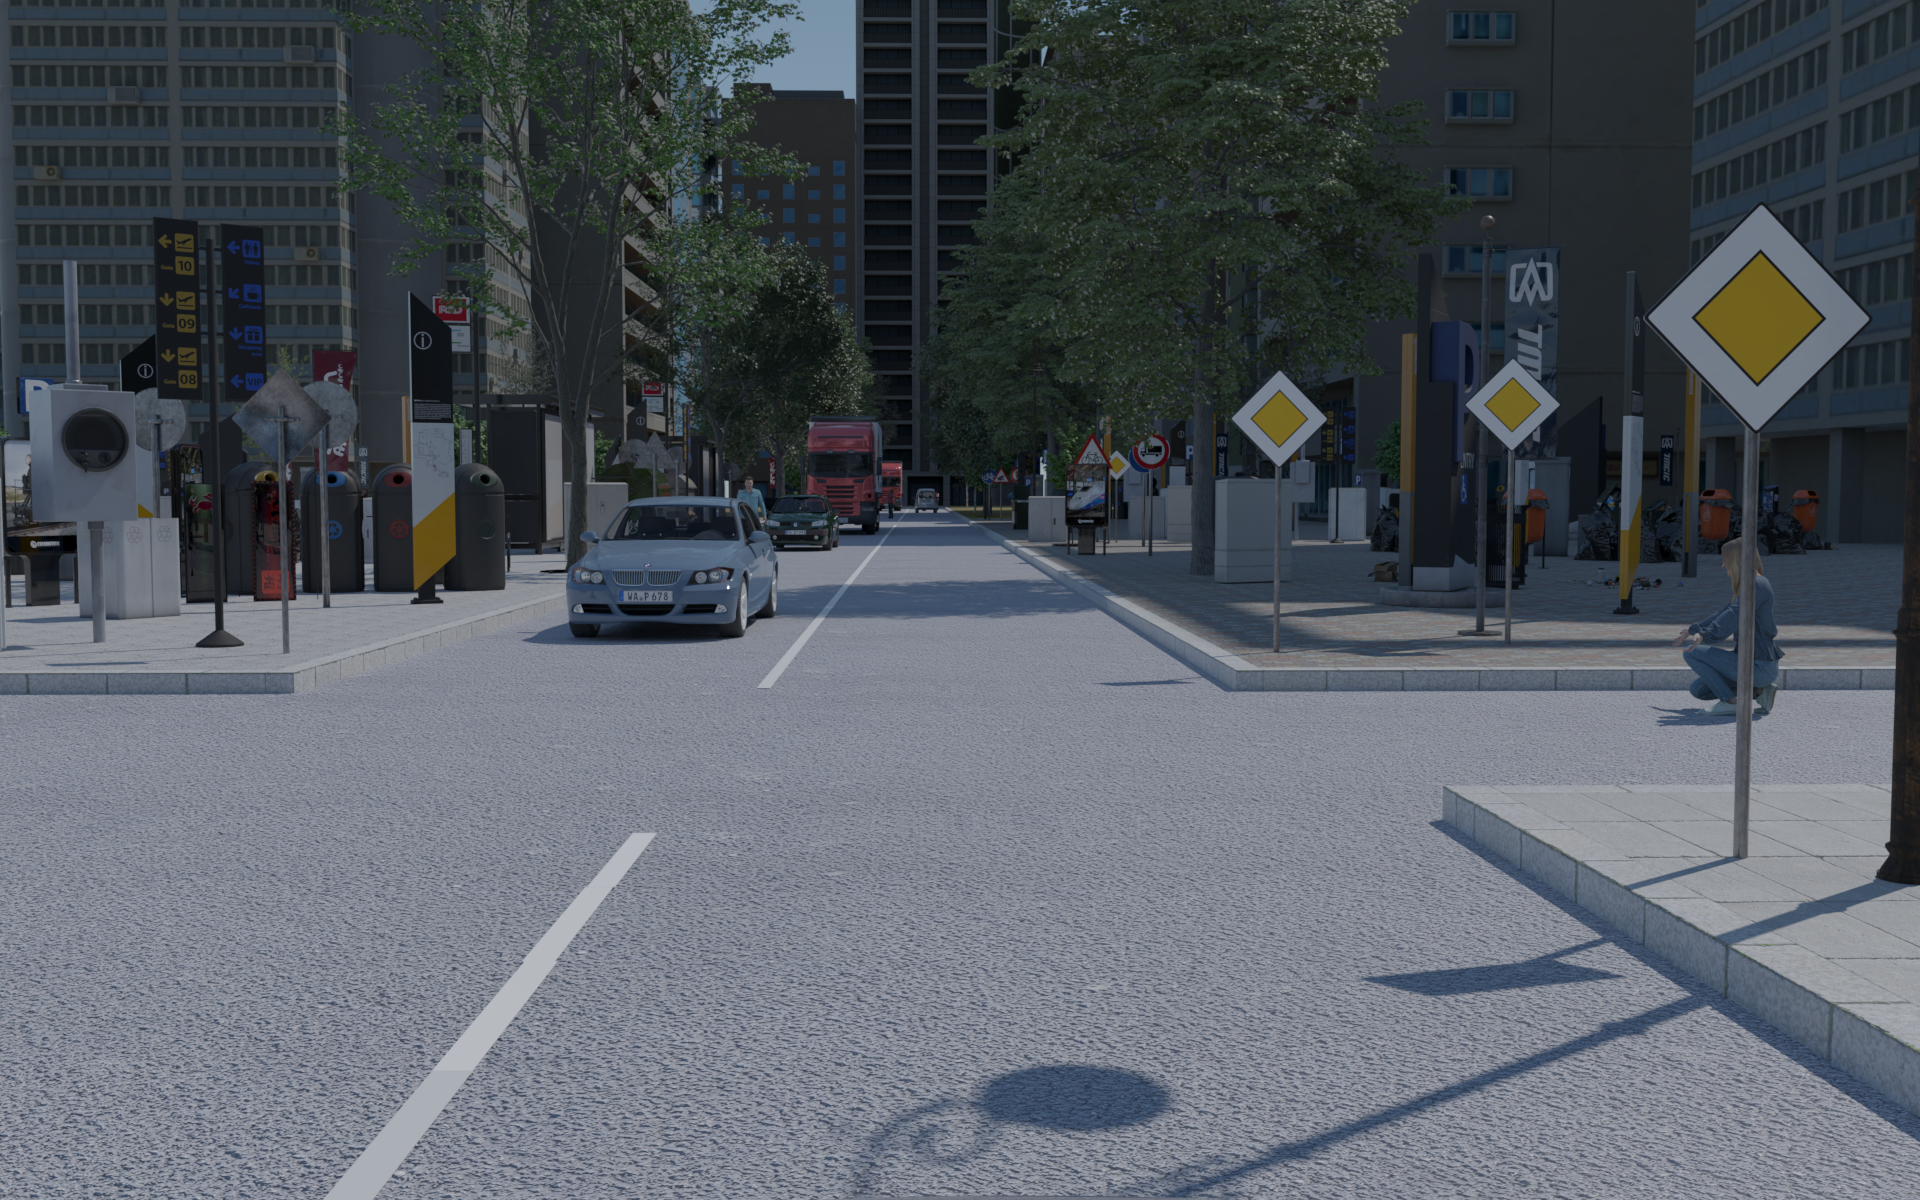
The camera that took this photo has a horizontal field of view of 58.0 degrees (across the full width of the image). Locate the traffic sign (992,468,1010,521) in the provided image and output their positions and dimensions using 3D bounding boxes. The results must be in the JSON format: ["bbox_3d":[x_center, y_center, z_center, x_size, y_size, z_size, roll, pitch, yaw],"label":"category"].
[{"bbox_3d":[1.973,-5.076,83.001,0.884,2.594,0.081,0,4,7],"label":"traffic sign"}]

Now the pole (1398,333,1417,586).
[{"bbox_3d":[5.736,-1.731,22.138,0.158,3.312,0.155,0,3,0],"label":"pole"}]

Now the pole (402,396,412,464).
[{"bbox_3d":[-11.543,-2.593,36.246,0.158,3.312,0.155,0,3,0],"label":"pole"}]

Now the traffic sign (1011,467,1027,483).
[{"bbox_3d":[2.731,-4.891,80.067,0.768,2.556,0.104,0,4,7],"label":"traffic sign"}]

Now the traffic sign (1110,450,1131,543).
[{"bbox_3d":[4.111,-2.711,45.509,0.795,2.450,0.064,0,4,6],"label":"traffic sign"}]

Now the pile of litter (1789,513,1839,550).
[{"bbox_3d":[19.488,-1.607,40.246,1.176,0.858,1.719,-2,4,-27],"label":"pile of litter"}]

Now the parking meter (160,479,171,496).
[{"bbox_3d":[-30.939,-3.777,67.468,0.399,1.863,0.255,-2,4,-32],"label":"parking meter"}]

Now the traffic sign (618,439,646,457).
[{"bbox_3d":[-7.525,-2.444,40.069,0.768,2.556,0.104,0,4,2],"label":"traffic sign"}]

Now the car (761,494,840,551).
[{"bbox_3d":[-4.097,-2.155,45.025,2.009,1.686,4.222,0,4,0],"label":"car"}]

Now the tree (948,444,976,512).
[{"bbox_3d":[0.929,-10.496,121.969,4.360,8.622,3.978,0,3,0],"label":"tree"}]

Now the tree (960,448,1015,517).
[{"bbox_3d":[1.512,-7.003,98.220,4.285,4.588,4.351,0,3,0],"label":"tree"}]

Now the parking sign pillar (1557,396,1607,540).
[{"bbox_3d":[17.353,-3.664,48.372,1.447,3.967,1.447,-3,4,-38],"label":"parking sign pillar"}]

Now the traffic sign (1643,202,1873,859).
[{"bbox_3d":[2.754,-0.147,6.054,0.795,2.450,0.064,0,4,-1],"label":"traffic sign"}]

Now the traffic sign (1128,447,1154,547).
[{"bbox_3d":[4.478,-2.574,42.189,0.768,2.556,0.104,0,4,2],"label":"traffic sign"}]

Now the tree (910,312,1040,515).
[{"bbox_3d":[1.800,-12.272,107.294,9.857,13.997,8.962,0,3,0],"label":"tree"}]

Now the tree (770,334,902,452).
[{"bbox_3d":[-9.331,-13.280,127.496,12.009,13.543,11.850,0,3,0],"label":"tree"}]

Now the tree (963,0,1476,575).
[{"bbox_3d":[3.959,-6.647,26.800,7.486,12.596,7.792,0,3,0],"label":"tree"}]

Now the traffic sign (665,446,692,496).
[{"bbox_3d":[-7.547,-2.823,46.254,0.768,2.556,0.104,0,4,1],"label":"traffic sign"}]

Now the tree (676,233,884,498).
[{"bbox_3d":[-8.044,-9.750,76.413,9.611,12.733,9.660,0,3,0],"label":"tree"}]

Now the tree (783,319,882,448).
[{"bbox_3d":[-8.485,-11.793,110.943,7.486,12.596,7.792,0,3,0],"label":"tree"}]

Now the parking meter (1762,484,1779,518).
[{"bbox_3d":[20.870,-2.214,44.615,0.372,1.533,0.369,0,3,0],"label":"parking meter"}]

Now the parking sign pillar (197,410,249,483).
[{"bbox_3d":[-23.370,-4.051,54.709,1.447,3.967,1.447,-2,4,-29],"label":"parking sign pillar"}]

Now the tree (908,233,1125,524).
[{"bbox_3d":[2.627,-9.589,73.789,9.611,12.733,9.660,0,3,0],"label":"tree"}]

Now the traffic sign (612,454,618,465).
[{"bbox_3d":[-9.412,-2.948,48.205,0.884,2.594,0.081,0,4,8],"label":"traffic sign"}]

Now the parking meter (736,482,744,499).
[{"bbox_3d":[-10.573,-4.757,83.483,0.399,1.863,0.255,0,4,0],"label":"parking meter"}]

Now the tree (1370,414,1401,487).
[{"bbox_3d":[16.878,-4.902,63.857,4.285,4.588,4.351,0,3,0],"label":"tree"}]

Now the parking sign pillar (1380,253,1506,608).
[{"bbox_3d":[5.630,-1.929,20.017,1.447,3.967,1.447,2,4,28],"label":"parking sign pillar"}]

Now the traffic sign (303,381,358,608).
[{"bbox_3d":[-7.163,-1.186,19.505,0.768,2.556,0.104,0,4,1],"label":"traffic sign"}]

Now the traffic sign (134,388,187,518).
[{"bbox_3d":[-9.642,-1.264,20.770,0.768,2.556,0.104,0,4,5],"label":"traffic sign"}]

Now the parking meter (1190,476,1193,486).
[{"bbox_3d":[6.605,-2.605,48.303,0.255,1.863,0.399,3,5,45],"label":"parking meter"}]

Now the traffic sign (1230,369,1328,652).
[{"bbox_3d":[2.573,-0.636,14.037,0.795,2.450,0.064,0,4,-1],"label":"traffic sign"}]

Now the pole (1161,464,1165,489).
[{"bbox_3d":[8.009,-4.556,68.326,0.158,3.312,0.155,0,3,0],"label":"pole"}]

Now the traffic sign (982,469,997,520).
[{"bbox_3d":[1.484,-5.315,87.008,0.768,2.556,0.104,0,4,2],"label":"traffic sign"}]

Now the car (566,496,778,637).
[{"bbox_3d":[-3.017,-0.420,18.868,2.014,1.417,4.499,0,4,0],"label":"car"}]

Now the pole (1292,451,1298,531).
[{"bbox_3d":[11.541,-4.028,59.701,0.158,3.312,0.155,0,3,0],"label":"pole"}]

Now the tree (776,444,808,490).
[{"bbox_3d":[-8.817,-6.991,98.019,4.285,4.588,4.351,0,3,0],"label":"tree"}]

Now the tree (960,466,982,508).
[{"bbox_3d":[0.836,-12.868,160.759,4.737,8.622,4.395,0,3,0],"label":"tree"}]

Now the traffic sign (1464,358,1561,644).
[{"bbox_3d":[4.686,-0.830,14.759,0.795,2.450,0.064,0,4,8],"label":"traffic sign"}]

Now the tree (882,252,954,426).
[{"bbox_3d":[2.678,-8.551,57.932,7.486,12.596,7.792,0,3,0],"label":"tree"}]

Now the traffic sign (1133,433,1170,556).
[{"bbox_3d":[3.931,-2.175,35.675,0.768,2.556,0.104,0,4,1],"label":"traffic sign"}]

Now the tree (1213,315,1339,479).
[{"bbox_3d":[13.071,-7.250,68.902,4.360,8.622,3.978,0,3,0],"label":"tree"}]

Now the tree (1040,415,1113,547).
[{"bbox_3d":[2.731,-2.951,42.852,1.663,3.219,1.824,0,3,0],"label":"tree"}]

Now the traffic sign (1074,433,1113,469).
[{"bbox_3d":[2.823,-2.264,37.026,0.884,2.594,0.081,0,4,4],"label":"traffic sign"}]

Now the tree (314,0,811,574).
[{"bbox_3d":[-6.218,-6.237,27.738,9.928,11.665,9.643,0,3,0],"label":"tree"}]

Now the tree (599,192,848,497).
[{"bbox_3d":[-7.123,-7.244,52.846,8.767,10.594,7.601,1,4,16],"label":"tree"}]

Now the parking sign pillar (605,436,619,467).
[{"bbox_3d":[-16.109,-5.666,81.104,1.447,3.967,1.447,-3,5,-40],"label":"parking sign pillar"}]

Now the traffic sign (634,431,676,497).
[{"bbox_3d":[-6.301,-2.189,35.786,0.884,2.594,0.081,0,3,0],"label":"traffic sign"}]

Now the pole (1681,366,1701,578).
[{"bbox_3d":[11.243,-2.004,26.608,0.158,3.312,0.155,0,3,0],"label":"pole"}]

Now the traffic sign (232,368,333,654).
[{"bbox_3d":[-5.420,-0.626,13.877,0.795,2.450,0.064,0,4,-1],"label":"traffic sign"}]

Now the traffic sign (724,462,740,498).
[{"bbox_3d":[-9.179,-4.233,69.312,0.768,2.556,0.104,0,4,1],"label":"traffic sign"}]

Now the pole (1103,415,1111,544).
[{"bbox_3d":[3.793,-3.109,44.667,0.158,3.312,0.155,0,3,0],"label":"pole"}]

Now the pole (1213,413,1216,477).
[{"bbox_3d":[6.346,-3.054,43.769,0.158,3.312,0.155,0,3,0],"label":"pole"}]
